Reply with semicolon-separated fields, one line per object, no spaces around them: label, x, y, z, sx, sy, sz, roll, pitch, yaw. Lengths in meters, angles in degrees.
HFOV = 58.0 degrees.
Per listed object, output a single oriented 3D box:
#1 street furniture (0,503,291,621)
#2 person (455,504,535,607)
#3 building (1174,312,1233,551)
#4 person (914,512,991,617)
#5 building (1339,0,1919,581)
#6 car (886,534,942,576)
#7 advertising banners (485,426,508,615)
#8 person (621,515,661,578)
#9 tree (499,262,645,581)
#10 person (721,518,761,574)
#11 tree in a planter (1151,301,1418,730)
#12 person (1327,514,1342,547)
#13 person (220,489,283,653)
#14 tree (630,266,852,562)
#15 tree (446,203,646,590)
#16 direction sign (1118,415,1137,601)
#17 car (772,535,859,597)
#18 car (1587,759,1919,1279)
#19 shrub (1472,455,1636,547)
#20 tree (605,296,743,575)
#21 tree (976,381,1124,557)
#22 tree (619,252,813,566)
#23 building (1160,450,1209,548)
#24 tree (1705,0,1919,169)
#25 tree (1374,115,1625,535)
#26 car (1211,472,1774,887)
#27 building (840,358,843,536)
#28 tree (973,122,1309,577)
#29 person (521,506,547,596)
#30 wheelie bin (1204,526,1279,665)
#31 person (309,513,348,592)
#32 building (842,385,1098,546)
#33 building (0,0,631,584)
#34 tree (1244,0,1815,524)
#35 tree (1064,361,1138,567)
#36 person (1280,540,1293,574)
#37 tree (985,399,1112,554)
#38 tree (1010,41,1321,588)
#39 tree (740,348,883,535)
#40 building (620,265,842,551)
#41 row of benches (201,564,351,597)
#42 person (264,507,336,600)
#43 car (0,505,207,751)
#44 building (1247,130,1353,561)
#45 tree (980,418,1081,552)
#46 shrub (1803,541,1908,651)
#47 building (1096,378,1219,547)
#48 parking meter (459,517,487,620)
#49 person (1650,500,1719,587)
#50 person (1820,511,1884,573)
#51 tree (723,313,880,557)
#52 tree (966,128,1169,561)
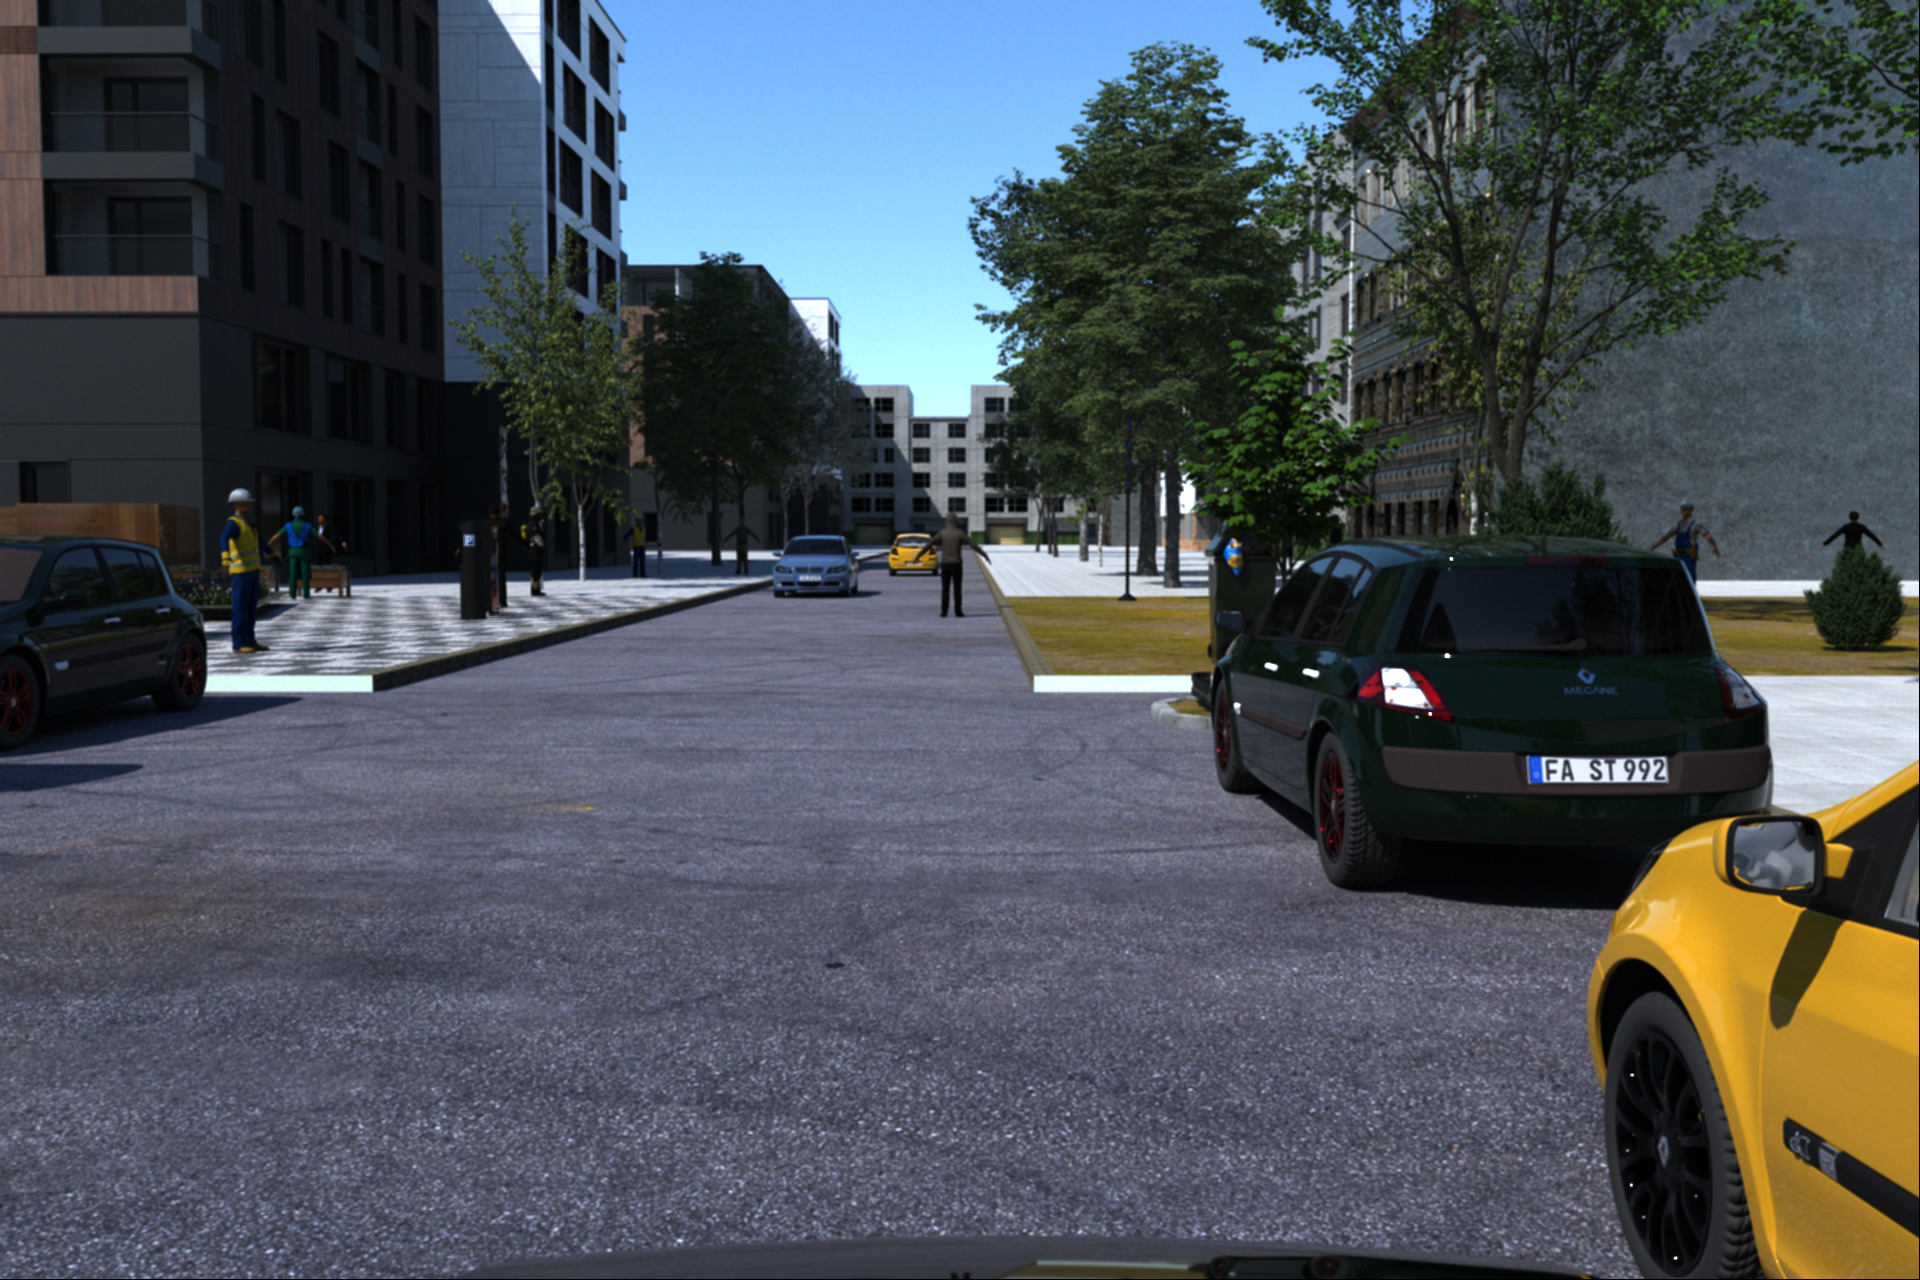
street furniture;-13.729;-1.314;28.344;9.812;1.723;11.010;-1;4;-17
person;-8.129;-1.472;30.298;1.346;1.802;0.704;-1;4;-15
building;22.850;-17.573;143.734;16.016;20.090;11.380;0;4;0
person;-0.140;-1.303;29.887;1.348;1.813;0.705;0;4;5
building;23.851;-13.761;55.918;19.493;23.208;18.063;0;4;0
car;-1.599;-3.067;60.363;2.015;1.641;3.980;0;4;-1
advertising banners;-7.430;-1.914;27.487;0.090;3.025;2.074;0;4;1
person;-9.426;-2.751;50.950;1.349;1.833;0.705;-3;5;-41
tree;-10.286;-5.900;46.834;4.737;8.622;4.395;0;3;0
person;-6.969;-3.000;55.319;1.348;1.796;0.705;1;4;11
tree in a planter;2.517;-0.988;13.379;1.991;3.239;1.994;0;4;0
person;10.036;-2.468;46.485;0.704;1.812;1.346;1;4;17
person;-7.704;-0.756;18.829;0.721;1.772;1.216;0;4;5
tree;-10.058;-10.363;79.800;12.009;13.543;11.850;0;3;0
tree;-9.417;-5.456;39.573;4.737;8.622;4.395;0;3;0
direction sign;3.232;-2.528;33.337;0.379;3.537;0.876;0;4;-1
car;-3.342;-1.754;40.680;2.014;1.417;4.499;0;4;0
car;2.135;0.502;2.024;2.015;1.641;3.980;0;4;0
shrub;5.937;-0.818;17.410;1.661;2.075;1.752;0;3;0
tree;-9.716;-6.377;54.626;4.360;8.622;3.978;0;3;0
tree;5.295;-9.899;96.261;8.767;10.594;7.601;-1;4;-10
tree;-9.797;-9.264;69.596;7.486;12.596;7.792;0;3;0
building;24.302;-18.817;164.070;16.016;20.090;11.380;0;4;1
tree;8.571;-5.234;11.327;9.928;11.665;9.643;0;3;0
tree;9.594;-4.955;31.375;4.737;8.622;4.395;0;3;0
car;2.326;0.083;8.434;2.009;1.686;4.222;0;4;-1
building;-27.544;-20.918;185.976;27.936;21.610;32.646;0;4;0
tree;5.585;-8.907;52.284;9.857;13.997;8.962;0;3;0
person;-8.765;-1.845;35.950;0.705;1.856;1.354;-1;4;-20
wheelie bin;2.775;-0.557;17.010;0.693;1.594;0.980;0;3;0
person;-14.005;-1.912;37.988;1.216;1.740;0.721;0;4;5
building;1.347;-20.976;211.880;31.486;18.905;16.747;0;4;1
building;-27.914;-12.972;56.067;27.936;21.610;32.646;0;4;1
tree;7.850;-6.051;24.682;9.928;11.665;9.643;0;3;0
tree;5.573;-7.191;67.943;4.737;8.622;4.395;0;3;0
person;10.459;-3.008;55.332;1.345;1.843;0.704;0;4;4
tree;5.806;-10.779;110.649;8.767;10.594;7.601;0;4;2
tree;4.637;-7.513;40.970;7.486;12.596;7.792;0;3;0
tree;-10.033;-12.441;113.785;12.009;13.543;11.850;0;3;0
building;-25.340;-18.598;148.051;27.936;21.610;32.646;0;4;1
row of benches;-14.411;-1.210;35.254;4.104;0.672;1.422;0;4;-4
person;-12.927;-1.699;33.898;1.347;1.817;0.704;-1;4;-13
car;-7.101;-0.177;12.688;2.009;1.686;4.222;0;4;1
building;24.634;-13.342;84.592;16.747;18.905;31.486;0;4;0
tree;5.542;-11.417;121.076;8.767;10.594;7.601;-1;4;-19
shrub;9.840;-0.484;19.033;1.383;1.207;1.383;0;3;0
building;24.375;-21.504;182.525;19.493;23.208;18.063;0;4;0
parking meter;-7.303;-1.074;25.966;0.372;1.533;0.369;0;3;0
person;11.950;-1.388;28.544;0.705;1.847;1.347;-2;4;-31
person;20.549;-2.061;39.878;1.347;1.806;0.705;1;4;17
tree;-9.759;-11.411;96.936;12.009;13.543;11.850;0;3;0
tree;7.035;-13.713;80.098;12.611;20.169;13.585;0;3;0
